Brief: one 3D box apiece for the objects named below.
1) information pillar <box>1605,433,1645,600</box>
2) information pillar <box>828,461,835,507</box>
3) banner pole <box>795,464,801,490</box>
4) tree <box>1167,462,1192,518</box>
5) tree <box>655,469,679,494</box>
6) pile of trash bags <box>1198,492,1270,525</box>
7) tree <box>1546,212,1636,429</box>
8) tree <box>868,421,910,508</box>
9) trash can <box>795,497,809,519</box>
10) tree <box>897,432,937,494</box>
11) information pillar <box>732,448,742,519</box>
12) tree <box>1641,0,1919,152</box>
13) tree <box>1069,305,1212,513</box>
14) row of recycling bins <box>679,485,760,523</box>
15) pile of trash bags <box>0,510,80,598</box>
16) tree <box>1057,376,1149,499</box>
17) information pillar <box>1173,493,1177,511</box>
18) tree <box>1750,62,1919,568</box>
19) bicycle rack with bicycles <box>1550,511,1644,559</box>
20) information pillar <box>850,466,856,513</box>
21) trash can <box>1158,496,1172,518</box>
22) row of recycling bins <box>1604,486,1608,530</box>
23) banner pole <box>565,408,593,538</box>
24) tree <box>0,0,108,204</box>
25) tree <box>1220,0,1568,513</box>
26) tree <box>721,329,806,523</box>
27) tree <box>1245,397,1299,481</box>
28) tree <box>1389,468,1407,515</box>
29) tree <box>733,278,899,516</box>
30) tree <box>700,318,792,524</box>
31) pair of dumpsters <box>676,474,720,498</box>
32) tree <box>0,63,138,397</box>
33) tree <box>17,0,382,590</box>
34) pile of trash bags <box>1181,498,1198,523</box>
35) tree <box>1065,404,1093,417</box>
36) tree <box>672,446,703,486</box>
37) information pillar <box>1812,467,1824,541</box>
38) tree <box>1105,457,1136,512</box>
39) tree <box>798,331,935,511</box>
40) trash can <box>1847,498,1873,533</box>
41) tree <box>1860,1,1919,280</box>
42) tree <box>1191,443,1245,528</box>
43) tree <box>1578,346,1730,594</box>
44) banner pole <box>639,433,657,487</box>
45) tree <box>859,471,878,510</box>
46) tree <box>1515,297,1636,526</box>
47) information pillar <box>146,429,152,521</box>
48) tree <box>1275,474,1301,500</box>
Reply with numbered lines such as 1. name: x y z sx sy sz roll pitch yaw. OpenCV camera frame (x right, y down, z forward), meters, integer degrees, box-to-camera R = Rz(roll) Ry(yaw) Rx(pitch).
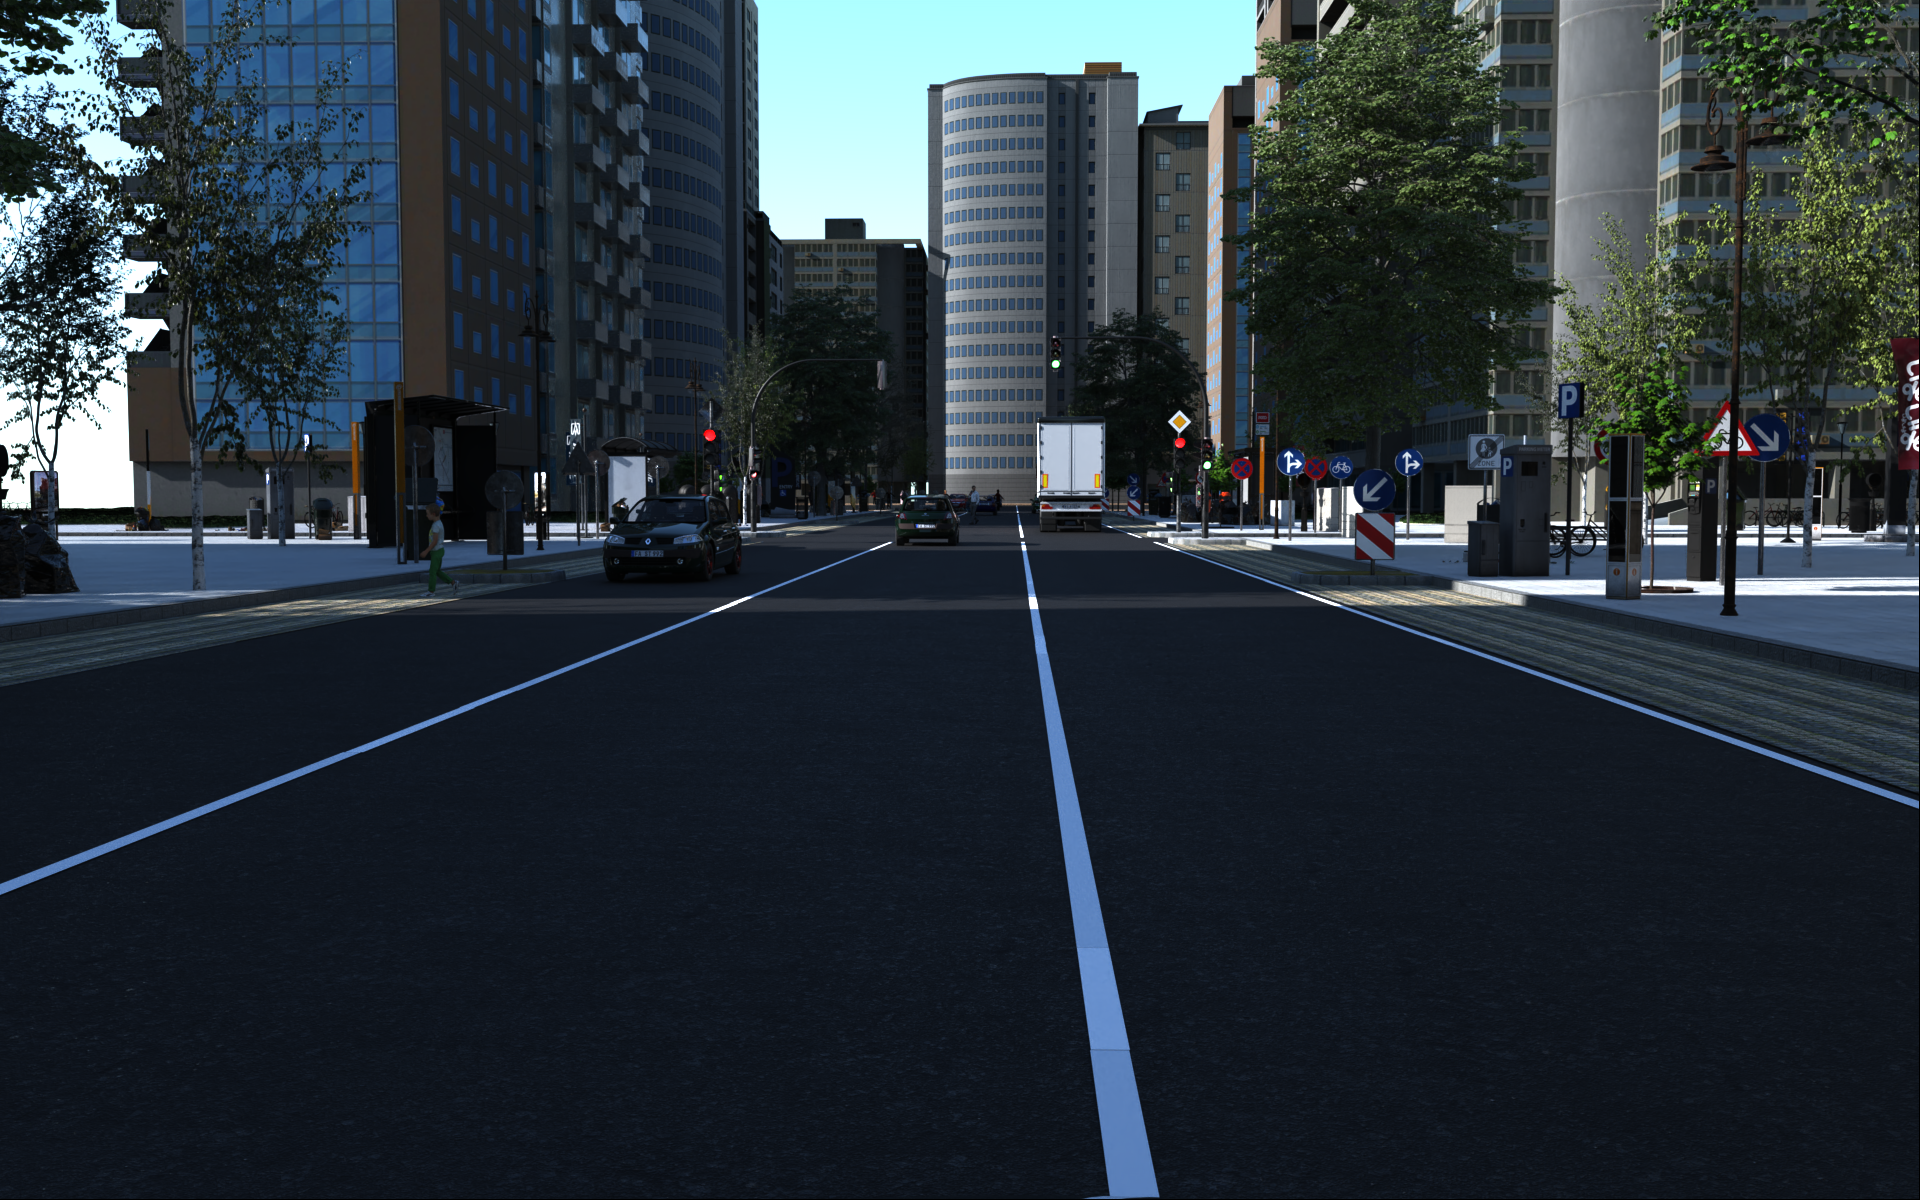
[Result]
1. information pillar: 8.103 -1.016 21.100 0.304 2.012 0.304 -2 4 -35
2. information pillar: -8.054 -7.177 108.696 0.504 3.616 0.183 2 4 28
3. banner pole: -11.466 -7.996 120.757 0.863 3.779 0.401 -1 4 -12
4. tree: 11.438 -5.922 91.432 1.663 3.219 1.824 0 3 0
5. tree: -19.376 -7.227 112.758 1.663 3.219 1.824 0 3 0
6. pile of trash bags: 11.781 -3.879 73.168 1.912 1.369 3.447 -1 4 -17
7. tree: 17.164 -5.716 43.815 4.737 8.622 4.395 0 3 0
8. tree: -6.392 -12.534 155.290 4.360 8.622 3.978 0 3 0
9. trash can: -7.974 -4.642 87.551 0.748 1.137 0.748 0 3 0
10. tree: -5.376 -15.422 202.507 4.737 8.622 4.395 0 3 0
11. information pillar: -11.341 -5.927 88.258 0.504 3.616 0.183 1 4 8
12. tree: 8.083 -5.235 11.350 9.928 11.665 9.643 0 3 0
13. tree: 11.977 -12.804 115.993 9.857 13.997 8.962 0 3 0
14. row of recycling bins: -10.534 -4.205 75.867 3.534 1.692 1.069 -1 4 -13
15. pile of trash bags: -12.505 -0.700 21.195 1.912 1.369 3.447 0 4 3
16. tree: 14.111 -16.075 173.203 12.009 13.543 11.850 0 3 0
17. information pillar: 16.478 -7.845 132.749 0.304 2.012 0.304 0 4 -4
18. tree: 14.806 -4.889 30.299 4.737 8.622 4.395 0 3 0
19. bicycle rack with bicycles: 12.126 -1.359 35.609 2.852 0.926 2.925 -3 5 -40
20. information pillar: -7.334 -7.788 118.693 0.183 3.616 0.504 2 4 30
21. trash can: 11.039 -5.003 93.448 0.748 1.137 0.748 0 3 0
22. row of recycling bins: 22.911 -3.239 60.070 1.069 1.692 3.534 1 4 19
23. banner pole: -11.093 -3.703 50.560 0.863 3.779 0.401 2 4 35
24. tree: -11.322 -5.873 14.155 7.486 12.596 7.792 0 3 0
25. tree: 9.295 -7.311 37.665 7.486 12.596 7.792 0 3 0
26. tree: -9.039 -7.806 77.997 4.737 8.622 4.395 0 3 0
27. tree: 23.264 -10.963 129.604 4.737 8.622 4.395 0 3 0
28. tree: 26.965 -6.850 106.599 1.663 3.219 1.824 0 3 0
29. tree: -8.341 -11.956 102.128 9.857 13.997 8.962 0 3 0
30. tree: -9.127 -7.517 73.266 4.360 8.622 3.978 0 3 0
31. pair of dumpsters: -12.316 -4.857 81.905 1.574 2.255 4.437 0 4 2
32. tree: -18.541 -5.939 31.518 8.767 10.594 7.601 1 4 18
33. tree: -9.941 -4.441 22.965 4.360 8.622 3.978 0 3 0
34. pile of trash bags: 10.861 -4.150 77.601 1.912 1.369 3.447 0 4 0
35. tree: 14.888 -17.857 208.976 9.611 12.733 9.660 0 3 0
36. tree: -17.976 -8.175 117.381 4.285 4.588 4.351 0 3 0
37. information pillar: 23.606 -2.646 47.758 0.304 2.012 0.304 1 4 22
38. tree: 11.592 -8.789 127.417 4.285 4.588 4.351 0 3 0
39. tree: -7.160 -13.403 129.505 12.009 13.543 11.850 0 3 0
40. trash can: 29.773 -2.793 57.326 0.748 1.137 0.748 0 3 0
41. tree: 13.871 -4.443 23.001 4.360 8.622 3.978 0 3 0
42. tree: 9.810 -4.307 65.027 1.663 3.219 1.824 0 3 0
43. tree: 9.212 -1.715 22.643 1.663 3.219 1.824 0 3 0
44. banner pole: -12.815 -4.943 70.834 0.863 3.779 0.401 1 4 13
45. tree: -7.439 -9.071 142.919 1.663 3.219 1.824 0 3 0
46. tree: 23.178 -6.994 64.710 4.360 8.622 3.978 0 3 0
47. information pillar: -29.349 -4.361 62.652 0.183 3.616 0.504 -1 4 -21
48. tree: 18.520 -6.330 98.099 1.663 3.219 1.824 0 3 0
